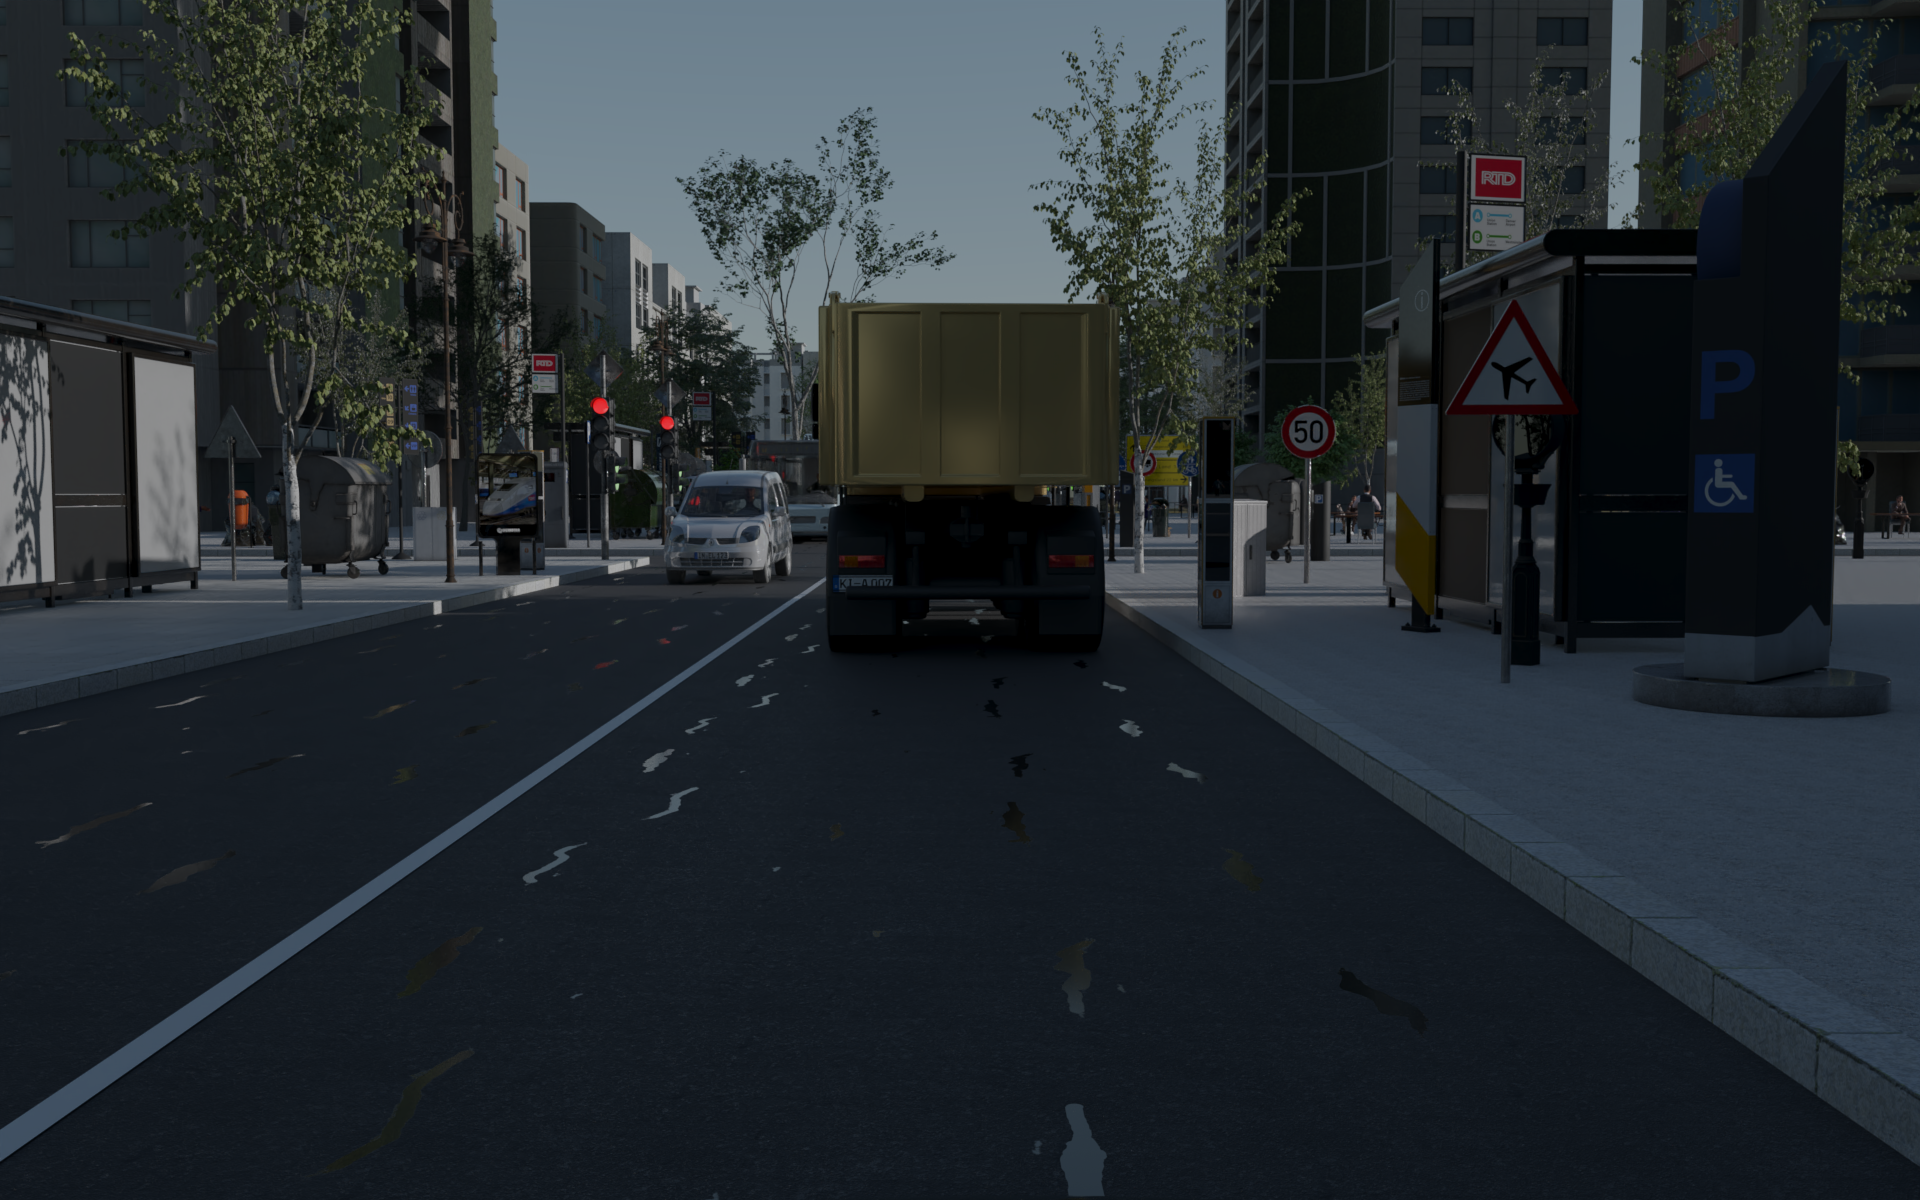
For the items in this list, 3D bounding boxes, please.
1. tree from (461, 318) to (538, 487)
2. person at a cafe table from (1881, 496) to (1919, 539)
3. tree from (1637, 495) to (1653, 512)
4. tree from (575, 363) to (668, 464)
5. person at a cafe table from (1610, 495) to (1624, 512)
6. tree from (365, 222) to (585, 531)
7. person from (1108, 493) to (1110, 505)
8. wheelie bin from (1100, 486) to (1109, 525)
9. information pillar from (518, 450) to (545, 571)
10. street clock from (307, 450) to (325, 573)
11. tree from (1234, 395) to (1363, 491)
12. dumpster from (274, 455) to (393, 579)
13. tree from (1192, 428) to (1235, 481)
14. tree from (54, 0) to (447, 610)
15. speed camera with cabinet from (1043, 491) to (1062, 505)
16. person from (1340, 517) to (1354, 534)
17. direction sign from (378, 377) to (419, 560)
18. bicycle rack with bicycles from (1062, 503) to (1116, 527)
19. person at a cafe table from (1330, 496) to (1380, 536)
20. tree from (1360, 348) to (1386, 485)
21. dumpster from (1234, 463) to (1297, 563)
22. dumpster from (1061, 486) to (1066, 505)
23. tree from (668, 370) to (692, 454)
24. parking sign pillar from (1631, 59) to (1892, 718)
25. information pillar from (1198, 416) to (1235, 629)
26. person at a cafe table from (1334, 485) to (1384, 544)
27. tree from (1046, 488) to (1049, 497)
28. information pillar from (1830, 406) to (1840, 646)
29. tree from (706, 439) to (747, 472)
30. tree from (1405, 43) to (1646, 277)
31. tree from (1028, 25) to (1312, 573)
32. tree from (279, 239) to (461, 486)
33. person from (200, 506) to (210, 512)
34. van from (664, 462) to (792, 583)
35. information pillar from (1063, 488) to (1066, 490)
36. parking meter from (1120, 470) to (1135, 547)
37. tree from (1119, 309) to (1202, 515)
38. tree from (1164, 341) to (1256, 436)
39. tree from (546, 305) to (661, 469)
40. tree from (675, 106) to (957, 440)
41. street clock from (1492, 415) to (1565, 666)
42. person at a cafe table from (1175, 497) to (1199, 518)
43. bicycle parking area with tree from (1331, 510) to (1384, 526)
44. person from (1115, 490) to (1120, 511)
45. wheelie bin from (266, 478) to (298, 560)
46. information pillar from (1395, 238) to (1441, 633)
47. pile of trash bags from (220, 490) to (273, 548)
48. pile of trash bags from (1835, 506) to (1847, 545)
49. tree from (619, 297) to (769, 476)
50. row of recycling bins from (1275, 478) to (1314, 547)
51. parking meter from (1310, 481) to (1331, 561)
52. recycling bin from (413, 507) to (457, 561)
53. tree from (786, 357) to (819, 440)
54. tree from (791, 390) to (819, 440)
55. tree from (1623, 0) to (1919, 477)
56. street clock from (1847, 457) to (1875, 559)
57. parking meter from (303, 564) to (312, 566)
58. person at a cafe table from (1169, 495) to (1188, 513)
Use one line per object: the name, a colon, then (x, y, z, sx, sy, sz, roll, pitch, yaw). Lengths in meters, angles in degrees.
tree: (-19.417, -7.465, 72.417, 4.360, 8.622, 3.978, 0, 3, 0)
person at a cafe table: (27.136, -2.383, 49.821, 1.698, 1.238, 1.726, 1, 4, 18)
tree: (19.664, -3.329, 49.030, 1.663, 3.219, 1.824, 0, 3, 0)
tree: (-18.234, -8.540, 89.988, 4.360, 8.622, 3.978, 0, 3, 0)
person at a cafe table: (37.773, -5.386, 98.919, 1.698, 1.238, 1.726, 1, 4, 16)
tree: (-16.759, -7.634, 59.220, 7.601, 10.594, 8.767, 0, 4, 7)
person: (17.280, -11.650, 198.963, 1.348, 1.826, 0.705, -2, 4, -25)
wheelie bin: (5.675, -3.847, 70.803, 0.693, 1.594, 0.980, -2, 4, -24)
information pillar: (-7.205, -1.507, 29.136, 0.304, 2.012, 0.304, 2, 4, 26)
street clock: (-10.503, -1.452, 28.303, 0.358, 2.002, 0.471, -1, 4, -12)
tree: (11.544, -4.497, 57.232, 4.285, 4.588, 4.351, 0, 3, 0)
dumpster: (-9.677, -1.287, 26.799, 1.264, 1.857, 1.865, 0, 4, 0)
tree: (11.295, -5.521, 73.983, 4.285, 4.588, 4.351, 0, 3, 0)
tree: (-7.344, -4.181, 18.729, 4.737, 8.622, 4.395, 0, 3, 0)
speed camera with cabinet: (3.863, -5.463, 83.663, 2.038, 3.252, 0.660, 1, 4, 11)
person: (12.258, -2.343, 54.830, 0.357, 0.543, 0.381, 3, 5, 42)
direction sign: (-10.985, -2.567, 33.962, 0.379, 3.537, 0.876, 3, 4, 36)
bicycle rack with bicycles: (4.702, -3.327, 67.783, 2.852, 0.926, 2.925, 2, 4, 32)
person at a cafe table: (12.050, -2.597, 53.317, 1.698, 1.238, 1.726, 2, 4, 25)
tree: (20.398, -8.348, 86.845, 4.737, 8.622, 4.395, 0, 3, 0)
dumpster: (5.626, -1.654, 32.797, 1.264, 1.857, 1.865, 0, 4, 0)
dumpster: (5.063, -5.195, 90.701, 1.264, 1.857, 1.865, 0, 4, 0)
tree: (-17.483, -9.054, 98.391, 4.360, 8.622, 3.978, 0, 3, 0)
parking sign pillar: (4.903, -1.349, 10.526, 1.447, 3.967, 1.447, 3, 5, 44)
information pillar: (2.442, -0.736, 16.524, 0.304, 2.012, 0.304, 0, 4, 1)
person at a cafe table: (10.577, -2.223, 44.868, 1.698, 1.524, 1.622, 1, 4, 17)
tree: (3.332, -9.033, 98.047, 4.360, 8.622, 3.978, 0, 3, 0)
information pillar: (7.229, -0.624, 14.694, 0.304, 2.012, 0.304, 1, 4, 13)
tree: (-8.205, -4.078, 61.285, 1.663, 3.219, 1.824, 0, 3, 0)
tree: (9.469, -4.838, 29.466, 4.360, 8.622, 3.978, 0, 3, 0)
tree: (3.093, -4.730, 27.696, 4.737, 8.622, 4.395, 0, 3, 0)
tree: (-17.330, -6.039, 49.107, 4.360, 8.622, 3.978, 0, 3, 0)
person: (-12.659, -1.223, 28.417, 0.546, 1.535, 0.453, -3, 5, -42)
van: (-3.848, -1.353, 29.141, 2.013, 2.044, 4.112, 0, 4, 2)
information pillar: (6.999, -6.861, 116.676, 0.304, 2.012, 0.304, -1, 4, -8)
parking meter: (4.077, -2.210, 41.840, 0.399, 1.863, 0.255, 1, 4, 22)
tree: (11.188, -11.477, 105.776, 7.486, 12.596, 7.792, 0, 3, 0)
tree: (11.766, -7.969, 80.658, 4.360, 8.622, 3.978, 0, 3, 0)
tree: (-14.255, -7.204, 68.145, 4.737, 8.622, 4.395, 0, 3, 0)
tree: (-7.018, -13.989, 84.617, 12.611, 20.169, 13.585, 0, 3, 0)
street clock: (4.243, -0.514, 12.981, 0.471, 2.002, 0.358, 3, 5, 39)
person at a cafe table: (12.703, -5.151, 92.733, 1.622, 1.524, 1.698, -2, 4, -32)
bicycle parking area with tree: (19.512, -5.048, 69.540, 8.231, 4.147, 9.016, -2, 4, -26)
person: (11.810, -7.564, 130.155, 0.683, 1.767, 0.568, 1, 4, 12)
wheelie bin: (-13.132, -1.590, 33.900, 0.693, 1.594, 0.980, 1, 4, 13)
information pillar: (4.270, -1.516, 16.146, 0.183, 3.616, 0.504, -2, 4, -25)
pile of trash bags: (-17.222, -2.004, 42.512, 1.912, 1.369, 3.447, 0, 4, -6)
pile of trash bags: (20.701, -2.114, 44.312, 3.447, 1.369, 1.912, -1, 4, -9)
tree: (-17.210, -12.531, 111.541, 9.857, 13.997, 8.962, 0, 3, 0)
row of recycling bins: (8.210, -2.232, 43.609, 1.069, 1.692, 3.534, 2, 4, 25)
parking meter: (6.906, -1.515, 33.176, 0.372, 1.533, 0.369, 0, 3, 0)
recycling bin: (-10.130, -1.277, 33.433, 0.722, 1.027, 0.722, 0, 4, -7)
tree: (-9.060, -12.367, 127.959, 9.928, 11.665, 9.643, 0, 3, 0)
tree: (-9.168, -10.125, 115.913, 4.360, 8.622, 3.978, 0, 3, 0)
tree: (11.072, -4.469, 23.431, 4.737, 8.622, 4.395, 0, 3, 0)
street clock: (17.813, -1.818, 34.298, 0.471, 2.002, 0.358, 1, 4, 21)
parking meter: (-11.541, -1.376, 30.912, 0.372, 1.533, 0.369, 0, 3, 0)
person at a cafe table: (14.516, -6.419, 115.813, 1.726, 1.238, 1.698, -1, 4, -9)
